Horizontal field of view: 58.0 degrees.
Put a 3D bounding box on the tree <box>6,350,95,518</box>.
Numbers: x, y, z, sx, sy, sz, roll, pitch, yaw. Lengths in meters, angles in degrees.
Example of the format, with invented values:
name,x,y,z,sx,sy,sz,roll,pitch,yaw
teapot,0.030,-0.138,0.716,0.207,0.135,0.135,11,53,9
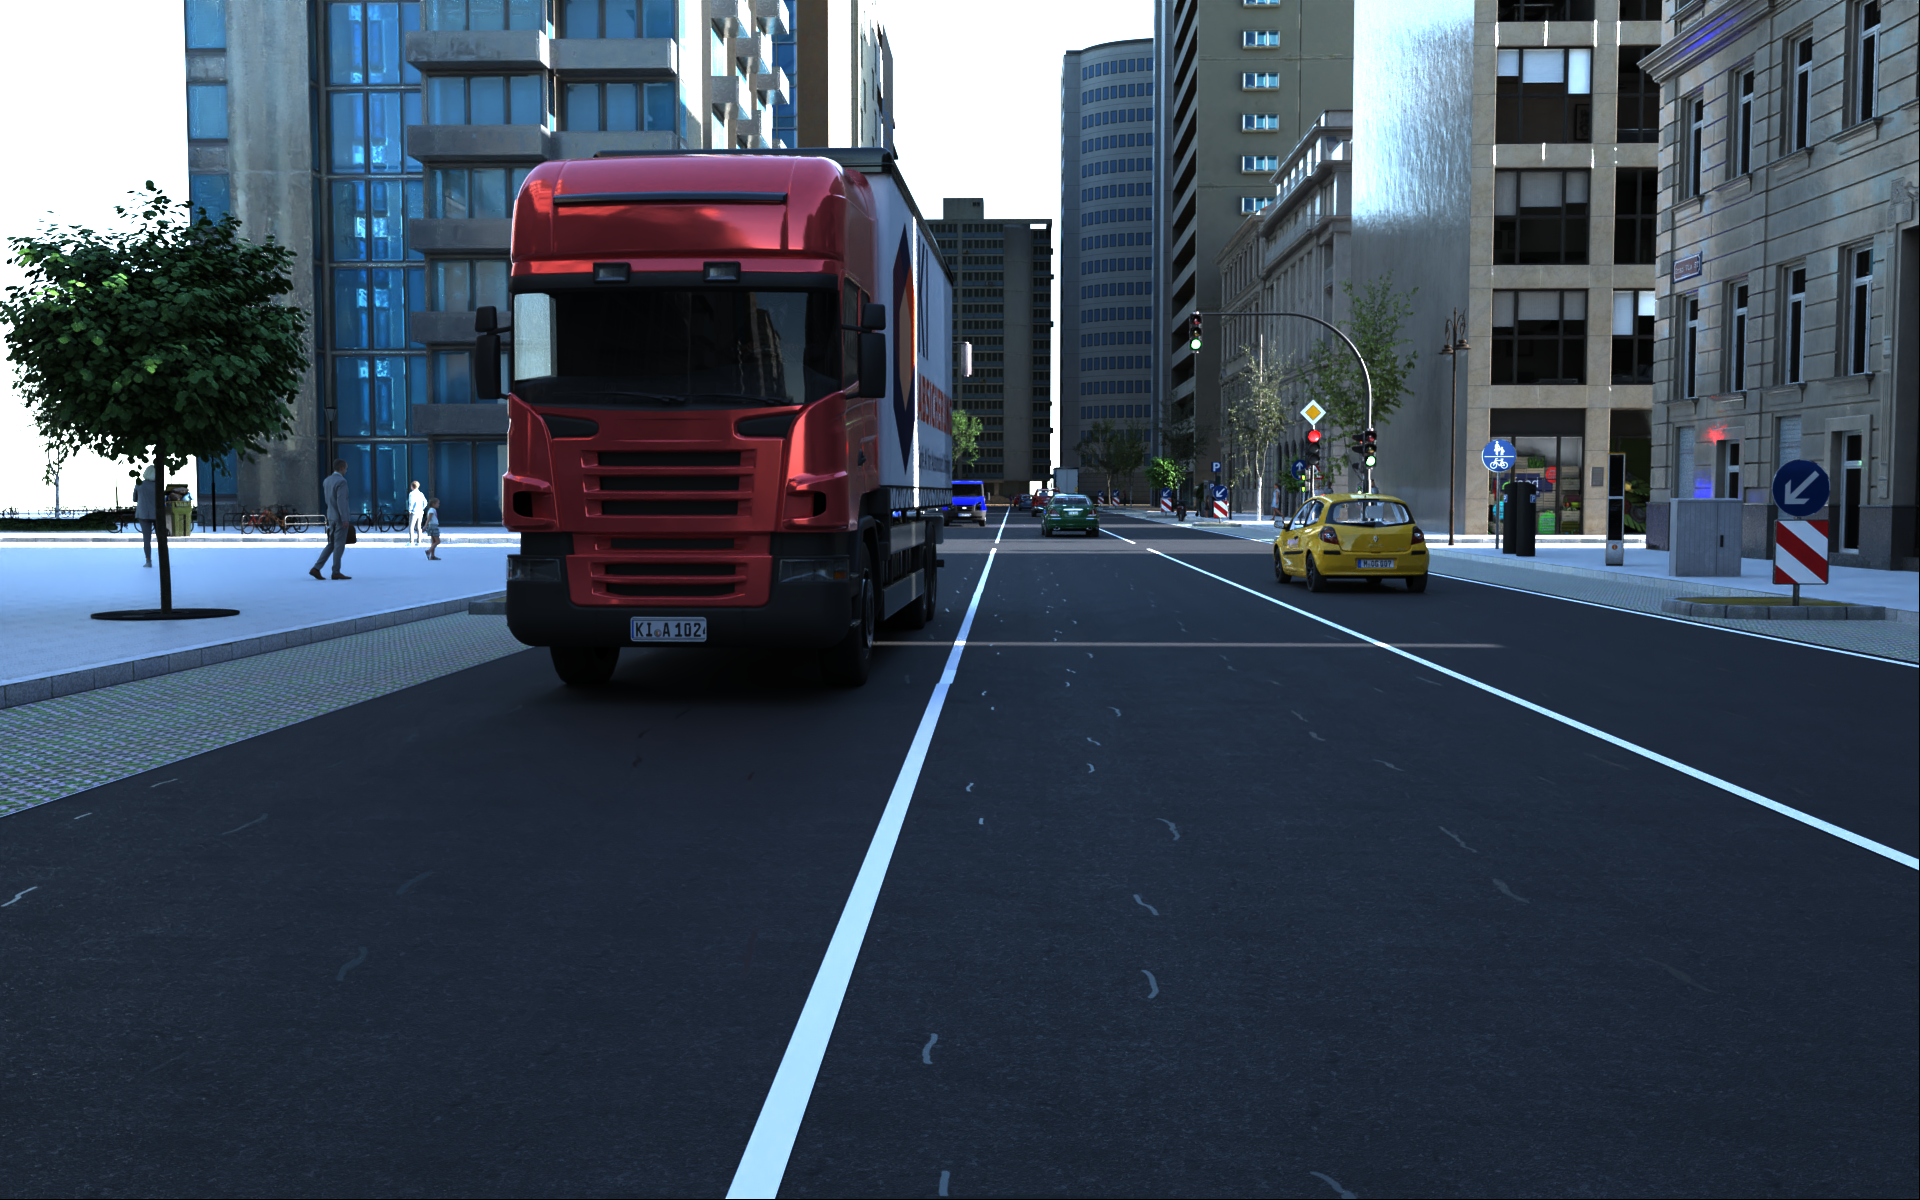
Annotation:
name,x,y,z,sx,sy,sz,roll,pitch,yaw
tree,-35.549,-7.221,68.423,4.737,8.622,4.395,0,3,0

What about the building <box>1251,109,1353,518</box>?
name,x,y,z,sx,sy,sz,roll,pitch,yaw
building,23.812,-15.335,92.531,13.314,21.916,24.055,0,4,2

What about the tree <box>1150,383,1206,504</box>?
name,x,y,z,sx,sy,sz,roll,pitch,yaw
tree,14.842,-10.111,115.673,4.360,8.622,3.978,0,3,0

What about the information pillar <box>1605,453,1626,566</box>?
name,x,y,z,sx,sy,sz,roll,pitch,yaw
information pillar,11.726,-1.620,30.980,0.304,2.012,0.304,1,4,20

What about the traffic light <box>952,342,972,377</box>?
name,x,y,z,sx,sy,sz,roll,pitch,yaw
traffic light,-2.033,-4.718,51.799,4.771,5.953,1.251,0,4,2

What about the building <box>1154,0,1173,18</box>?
name,x,y,z,sx,sy,sz,roll,pitch,yaw
building,30.884,-39.223,183.290,21.231,58.520,28.212,0,4,2

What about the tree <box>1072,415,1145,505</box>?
name,x,y,z,sx,sy,sz,roll,pitch,yaw
tree,17.571,-16.461,203.552,8.767,10.594,7.601,0,4,-3

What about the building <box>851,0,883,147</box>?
name,x,y,z,sx,sy,sz,roll,pitch,yaw
building,-20.417,-33.730,140.731,28.713,52.752,27.495,0,4,2

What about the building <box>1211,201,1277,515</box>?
name,x,y,z,sx,sy,sz,roll,pitch,yaw
building,23.642,-17.069,115.236,11.583,22.565,21.152,0,4,2

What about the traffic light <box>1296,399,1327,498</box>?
name,x,y,z,sx,sy,sz,roll,pitch,yaw
traffic light,10.428,-3.821,51.390,0.839,4.253,0.868,0,4,2

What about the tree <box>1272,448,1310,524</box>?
name,x,y,z,sx,sy,sz,roll,pitch,yaw
tree,14.136,-4.776,72.683,1.663,3.219,1.824,0,3,0

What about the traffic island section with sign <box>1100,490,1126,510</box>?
name,x,y,z,sx,sy,sz,roll,pitch,yaw
traffic island section with sign,13.687,-8.874,153.712,1.989,1.847,2.006,0,4,2

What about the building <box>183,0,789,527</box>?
name,x,y,z,sx,sy,sz,roll,pitch,yaw
building,-20.005,-28.142,79.723,23.786,49.044,30.456,0,4,2

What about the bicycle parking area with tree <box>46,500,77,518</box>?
name,x,y,z,sx,sy,sz,roll,pitch,yaw
bicycle parking area with tree,-44.978,-6.609,95.063,9.016,4.147,8.231,-3,5,-44

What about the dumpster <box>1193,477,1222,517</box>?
name,x,y,z,sx,sy,sz,roll,pitch,yaw
dumpster,14.024,-5.849,98.127,1.502,2.255,1.985,0,4,2

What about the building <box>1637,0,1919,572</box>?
name,x,y,z,sx,sy,sz,roll,pitch,yaw
building,21.170,-14.058,27.111,12.463,27.353,25.104,0,4,2

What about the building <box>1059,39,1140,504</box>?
name,x,y,z,sx,sy,sz,roll,pitch,yaw
building,27.162,-41.595,222.075,28.212,58.520,21.231,0,4,2

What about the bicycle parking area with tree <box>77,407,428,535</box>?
name,x,y,z,sx,sy,sz,roll,pitch,yaw
bicycle parking area with tree,-23.014,-4.357,58.236,8.231,4.147,9.016,3,4,36

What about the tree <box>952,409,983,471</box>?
name,x,y,z,sx,sy,sz,roll,pitch,yaw
tree,-1.340,-17.057,204.638,9.928,11.665,9.643,0,3,0

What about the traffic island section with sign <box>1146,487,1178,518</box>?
name,x,y,z,sx,sy,sz,roll,pitch,yaw
traffic island section with sign,12.095,-5.774,103.031,1.989,1.847,2.006,0,4,2

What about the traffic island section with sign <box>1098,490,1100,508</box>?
name,x,y,z,sx,sy,sz,roll,pitch,yaw
traffic island section with sign,14.540,-10.527,180.743,1.989,1.847,2.006,0,4,2

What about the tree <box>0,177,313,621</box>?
name,x,y,z,sx,sy,sz,roll,pitch,yaw
tree,-8.367,-2.110,18.218,4.285,4.588,4.351,0,3,0

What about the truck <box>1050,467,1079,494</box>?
name,x,y,z,sx,sy,sz,roll,pitch,yaw
truck,11.206,-11.987,184.893,2.839,4.237,11.283,0,4,1

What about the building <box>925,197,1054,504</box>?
name,x,y,z,sx,sy,sz,roll,pitch,yaw
building,0.393,-32.896,229.728,23.993,40.220,32.217,0,4,2

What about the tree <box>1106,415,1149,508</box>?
name,x,y,z,sx,sy,sz,roll,pitch,yaw
tree,15.864,-12.911,161.449,4.737,8.622,4.395,0,3,0

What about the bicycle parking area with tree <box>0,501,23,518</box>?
name,x,y,z,sx,sy,sz,roll,pitch,yaw
bicycle parking area with tree,-50.384,-5.948,84.247,8.231,4.147,9.016,-3,5,-41

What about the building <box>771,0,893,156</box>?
name,x,y,z,sx,sy,sz,roll,pitch,yaw
building,-13.572,-31.294,161.767,14.600,45.320,14.200,0,4,2

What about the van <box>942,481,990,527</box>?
name,x,y,z,sx,sy,sz,roll,pitch,yaw
van,0.191,-4.513,78.165,2.240,2.365,5.245,0,3,0

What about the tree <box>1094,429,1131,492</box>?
name,x,y,z,sx,sy,sz,roll,pitch,yaw
tree,17.431,-14.985,195.365,4.360,8.622,3.978,0,3,0

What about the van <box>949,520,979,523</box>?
name,x,y,z,sx,sy,sz,roll,pitch,yaw
van,0.119,-4.935,87.701,2.013,2.044,4.112,0,4,4

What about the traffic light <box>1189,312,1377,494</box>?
name,x,y,z,sx,sy,sz,roll,pitch,yaw
traffic light,8.084,-4.200,43.333,4.771,5.953,1.251,0,4,2

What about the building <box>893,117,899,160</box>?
name,x,y,z,sx,sy,sz,roll,pitch,yaw
building,-19.887,-32.654,188.517,28.867,44.769,22.147,0,4,2

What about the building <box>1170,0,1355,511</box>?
name,x,y,z,sx,sy,sz,roll,pitch,yaw
building,28.451,-31.439,137.733,21.300,48.544,21.600,0,4,2

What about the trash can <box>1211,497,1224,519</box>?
name,x,y,z,sx,sy,sz,roll,pitch,yaw
trash can,13.526,-4.844,90.852,0.748,1.137,0.748,0,3,0

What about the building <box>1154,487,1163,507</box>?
name,x,y,z,sx,sy,sz,roll,pitch,yaw
building,29.061,-44.057,158.583,20.563,71.187,20.611,0,4,2

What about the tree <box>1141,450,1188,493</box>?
name,x,y,z,sx,sy,sz,roll,pitch,yaw
tree,15.295,-8.916,129.487,4.285,4.588,4.351,0,3,0

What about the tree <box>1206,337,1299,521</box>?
name,x,y,z,sx,sy,sz,roll,pitch,yaw
tree,14.025,-8.015,81.404,4.360,8.622,3.978,0,3,0

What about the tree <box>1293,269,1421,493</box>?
name,x,y,z,sx,sy,sz,roll,pitch,yaw
tree,13.293,-6.538,57.258,4.737,8.622,4.395,0,3,0

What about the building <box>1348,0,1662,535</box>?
name,x,y,z,sx,sy,sz,roll,pitch,yaw
building,33.103,-15.776,62.459,34.151,26.468,19.350,0,4,2

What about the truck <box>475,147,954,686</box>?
name,x,y,z,sx,sy,sz,roll,pitch,yaw
truck,-1.643,-1.680,16.383,2.839,4.237,11.283,0,4,3
